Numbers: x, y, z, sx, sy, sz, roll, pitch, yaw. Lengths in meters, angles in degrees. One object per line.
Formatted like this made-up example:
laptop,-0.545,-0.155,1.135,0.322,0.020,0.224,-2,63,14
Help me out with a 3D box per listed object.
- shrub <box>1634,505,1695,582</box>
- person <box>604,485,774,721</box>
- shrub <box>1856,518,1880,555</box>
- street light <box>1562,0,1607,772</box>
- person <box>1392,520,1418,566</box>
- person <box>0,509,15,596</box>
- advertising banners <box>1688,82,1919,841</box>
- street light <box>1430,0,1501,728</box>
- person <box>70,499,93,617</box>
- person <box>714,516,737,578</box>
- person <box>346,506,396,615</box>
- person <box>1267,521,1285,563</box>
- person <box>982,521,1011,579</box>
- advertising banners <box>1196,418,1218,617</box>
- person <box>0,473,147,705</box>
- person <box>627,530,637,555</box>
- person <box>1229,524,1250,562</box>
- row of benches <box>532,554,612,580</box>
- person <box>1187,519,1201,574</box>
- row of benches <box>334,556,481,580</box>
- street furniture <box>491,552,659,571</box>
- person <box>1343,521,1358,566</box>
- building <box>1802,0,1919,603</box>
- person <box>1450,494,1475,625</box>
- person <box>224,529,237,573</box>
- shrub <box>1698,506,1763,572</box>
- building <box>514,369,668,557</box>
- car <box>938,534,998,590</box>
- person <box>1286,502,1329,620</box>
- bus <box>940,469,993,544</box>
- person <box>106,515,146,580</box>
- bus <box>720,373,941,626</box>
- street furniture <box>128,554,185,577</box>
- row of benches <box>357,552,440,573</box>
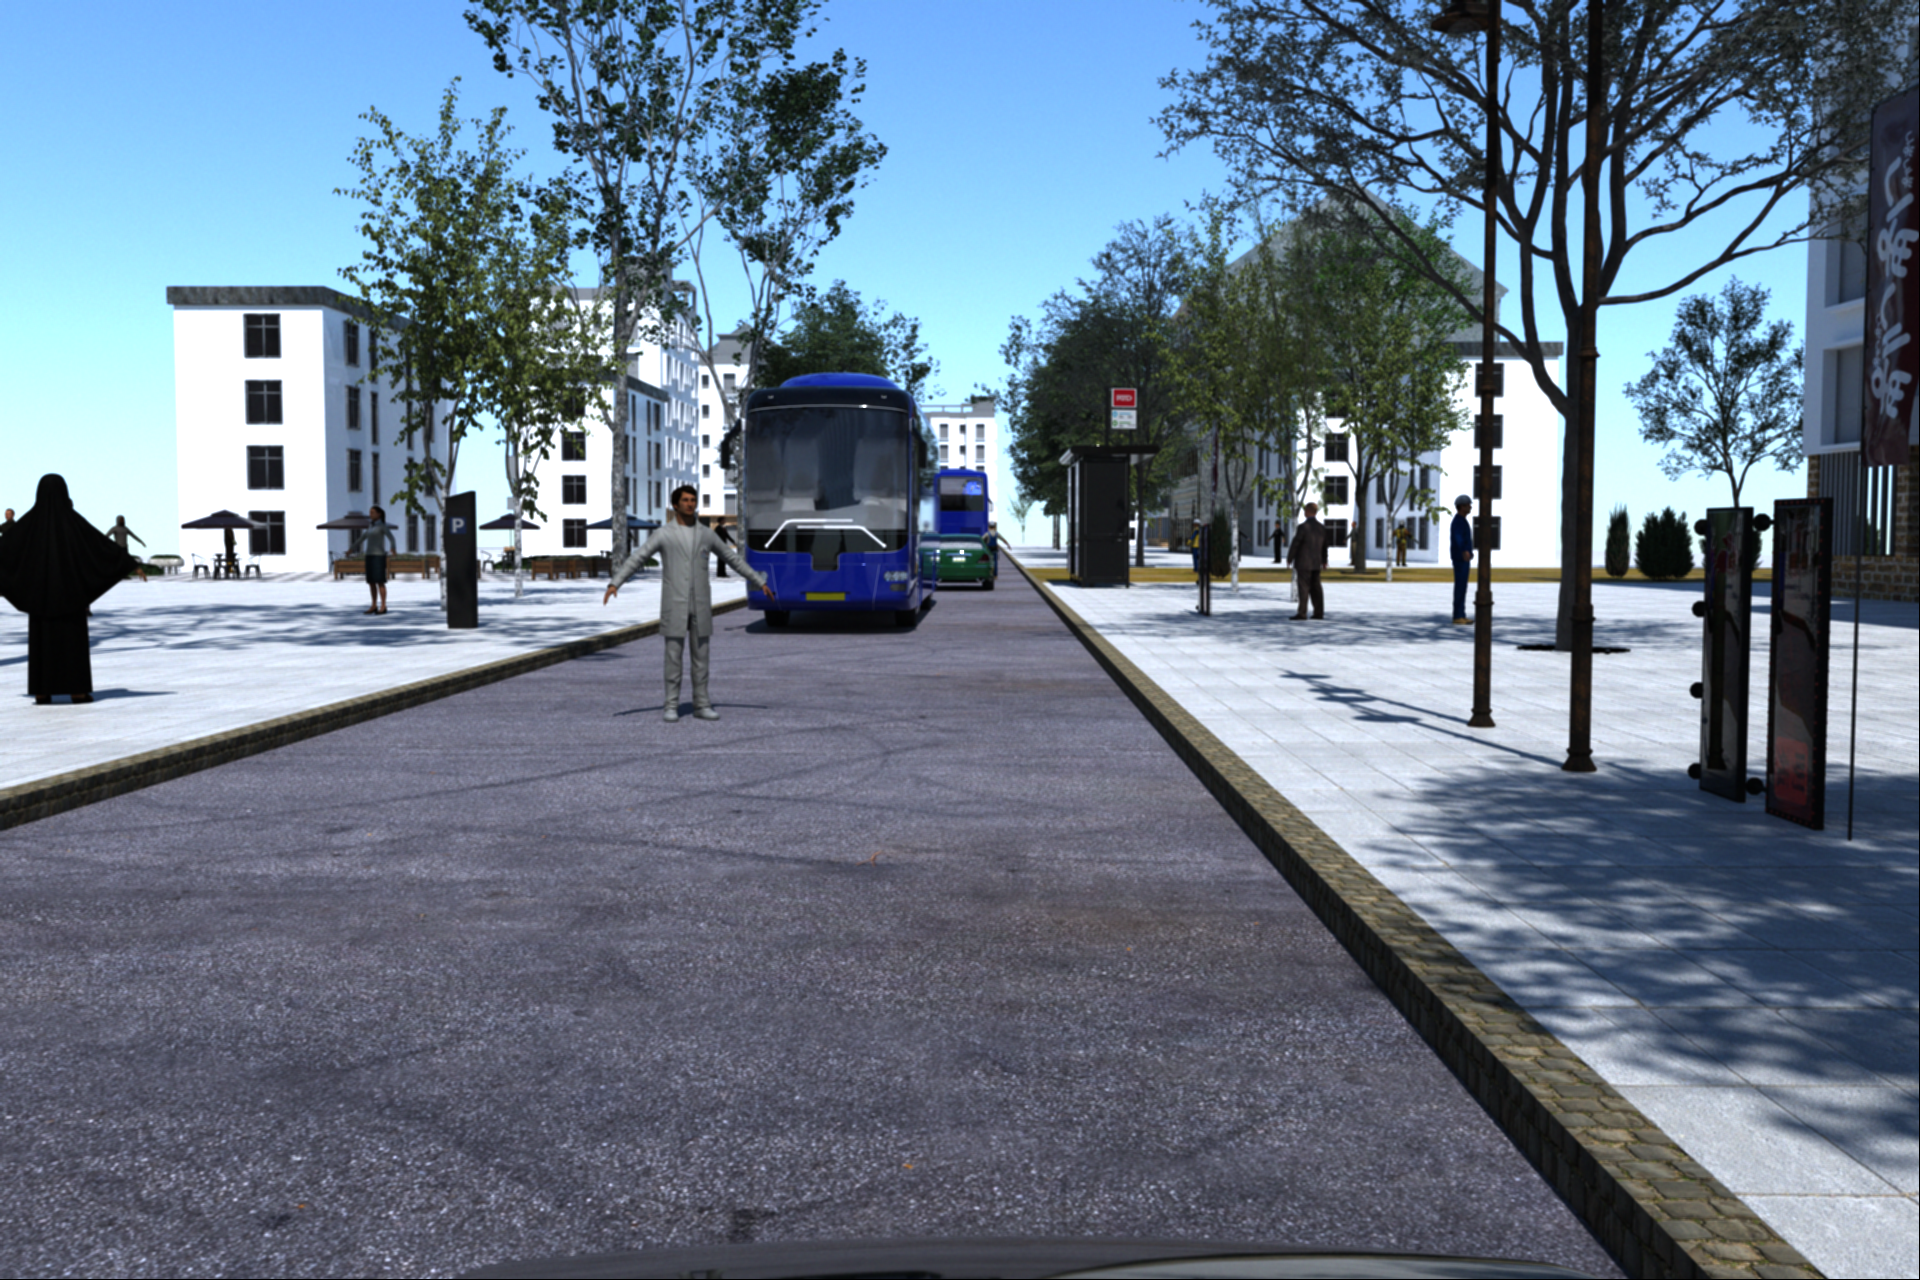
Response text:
shrub,19.118,-2.625,46.965,1.661,2.075,1.752,0,3,0
person,-2.099,-0.288,13.350,1.347,1.806,0.705,-2,4,-26
shrub,28.080,-3.087,54.507,1.661,2.075,1.752,0,3,0
street light,3.364,-2.229,9.230,0.468,5.910,1.993,0,4,1
person,17.545,-3.854,68.781,1.354,1.858,0.705,3,5,44
person,-19.514,-1.796,35.590,1.348,1.803,0.705,0,4,-3
advertising banners,3.725,-0.702,7.670,0.090,3.025,2.074,0,4,1
street light,3.481,-2.361,11.383,0.468,5.910,1.993,0,4,1
person,-13.809,-1.274,26.744,0.599,1.838,0.709,2,4,29
person,-7.016,-2.752,51.185,0.705,1.806,1.347,1,4,22
person,-9.383,-1.273,27.649,1.217,1.735,0.721,2,4,35
person,13.925,-4.291,76.090,0.705,1.837,1.347,-1,4,-22
person,1.001,-2.842,54.775,1.347,1.847,0.705,-1,4,-17
advertising banners,3.878,-1.896,27.181,0.090,3.025,2.074,0,4,1
person,-6.823,-0.388,13.138,1.214,1.737,0.721,-1,4,-9
person,-15.422,-4.572,80.527,0.705,1.856,1.354,1,4,13
person,12.978,-4.543,80.997,1.216,1.740,0.721,2,4,30
row of benches,-11.176,-2.128,50.258,1.422,0.672,4.104,1,4,14
person,7.615,-3.055,56.412,0.721,1.772,1.216,2,4,24
row of benches,-15.613,-2.069,49.284,4.104,0.672,1.422,0,4,-4
street furniture,-14.565,-3.063,65.705,5.734,0.657,10.072,0,4,-2
person,15.956,-3.914,70.262,0.705,1.796,1.348,-1,4,-14
building,22.785,-10.860,33.976,16.016,20.090,11.380,0,4,1
person,7.180,-1.150,24.688,0.705,1.842,1.347,1,4,19
person,-24.051,-3.118,57.123,0.704,1.812,1.346,-2,4,-30
shrub,21.459,-2.703,48.243,1.661,2.075,1.752,0,3,0
building,-21.767,-9.805,102.451,9.099,9.664,28.070,0,4,1
car,-0.044,-2.062,45.505,2.131,1.459,4.920,0,4,0
person,5.184,-1.183,25.939,0.990,1.755,0.434,-3,4,-38
bus,-0.211,-4.453,64.355,2.896,3.916,12.251,0,4,1
person,-23.598,-2.608,48.763,0.705,1.813,1.348,2,4,32
bus,-1.783,-2.362,30.167,2.896,3.916,12.251,0,4,1
street furniture,-29.100,-2.290,53.073,10.072,0.657,5.734,0,4,2
row of benches,-18.688,-2.586,57.748,4.104,0.672,1.422,2,4,30
